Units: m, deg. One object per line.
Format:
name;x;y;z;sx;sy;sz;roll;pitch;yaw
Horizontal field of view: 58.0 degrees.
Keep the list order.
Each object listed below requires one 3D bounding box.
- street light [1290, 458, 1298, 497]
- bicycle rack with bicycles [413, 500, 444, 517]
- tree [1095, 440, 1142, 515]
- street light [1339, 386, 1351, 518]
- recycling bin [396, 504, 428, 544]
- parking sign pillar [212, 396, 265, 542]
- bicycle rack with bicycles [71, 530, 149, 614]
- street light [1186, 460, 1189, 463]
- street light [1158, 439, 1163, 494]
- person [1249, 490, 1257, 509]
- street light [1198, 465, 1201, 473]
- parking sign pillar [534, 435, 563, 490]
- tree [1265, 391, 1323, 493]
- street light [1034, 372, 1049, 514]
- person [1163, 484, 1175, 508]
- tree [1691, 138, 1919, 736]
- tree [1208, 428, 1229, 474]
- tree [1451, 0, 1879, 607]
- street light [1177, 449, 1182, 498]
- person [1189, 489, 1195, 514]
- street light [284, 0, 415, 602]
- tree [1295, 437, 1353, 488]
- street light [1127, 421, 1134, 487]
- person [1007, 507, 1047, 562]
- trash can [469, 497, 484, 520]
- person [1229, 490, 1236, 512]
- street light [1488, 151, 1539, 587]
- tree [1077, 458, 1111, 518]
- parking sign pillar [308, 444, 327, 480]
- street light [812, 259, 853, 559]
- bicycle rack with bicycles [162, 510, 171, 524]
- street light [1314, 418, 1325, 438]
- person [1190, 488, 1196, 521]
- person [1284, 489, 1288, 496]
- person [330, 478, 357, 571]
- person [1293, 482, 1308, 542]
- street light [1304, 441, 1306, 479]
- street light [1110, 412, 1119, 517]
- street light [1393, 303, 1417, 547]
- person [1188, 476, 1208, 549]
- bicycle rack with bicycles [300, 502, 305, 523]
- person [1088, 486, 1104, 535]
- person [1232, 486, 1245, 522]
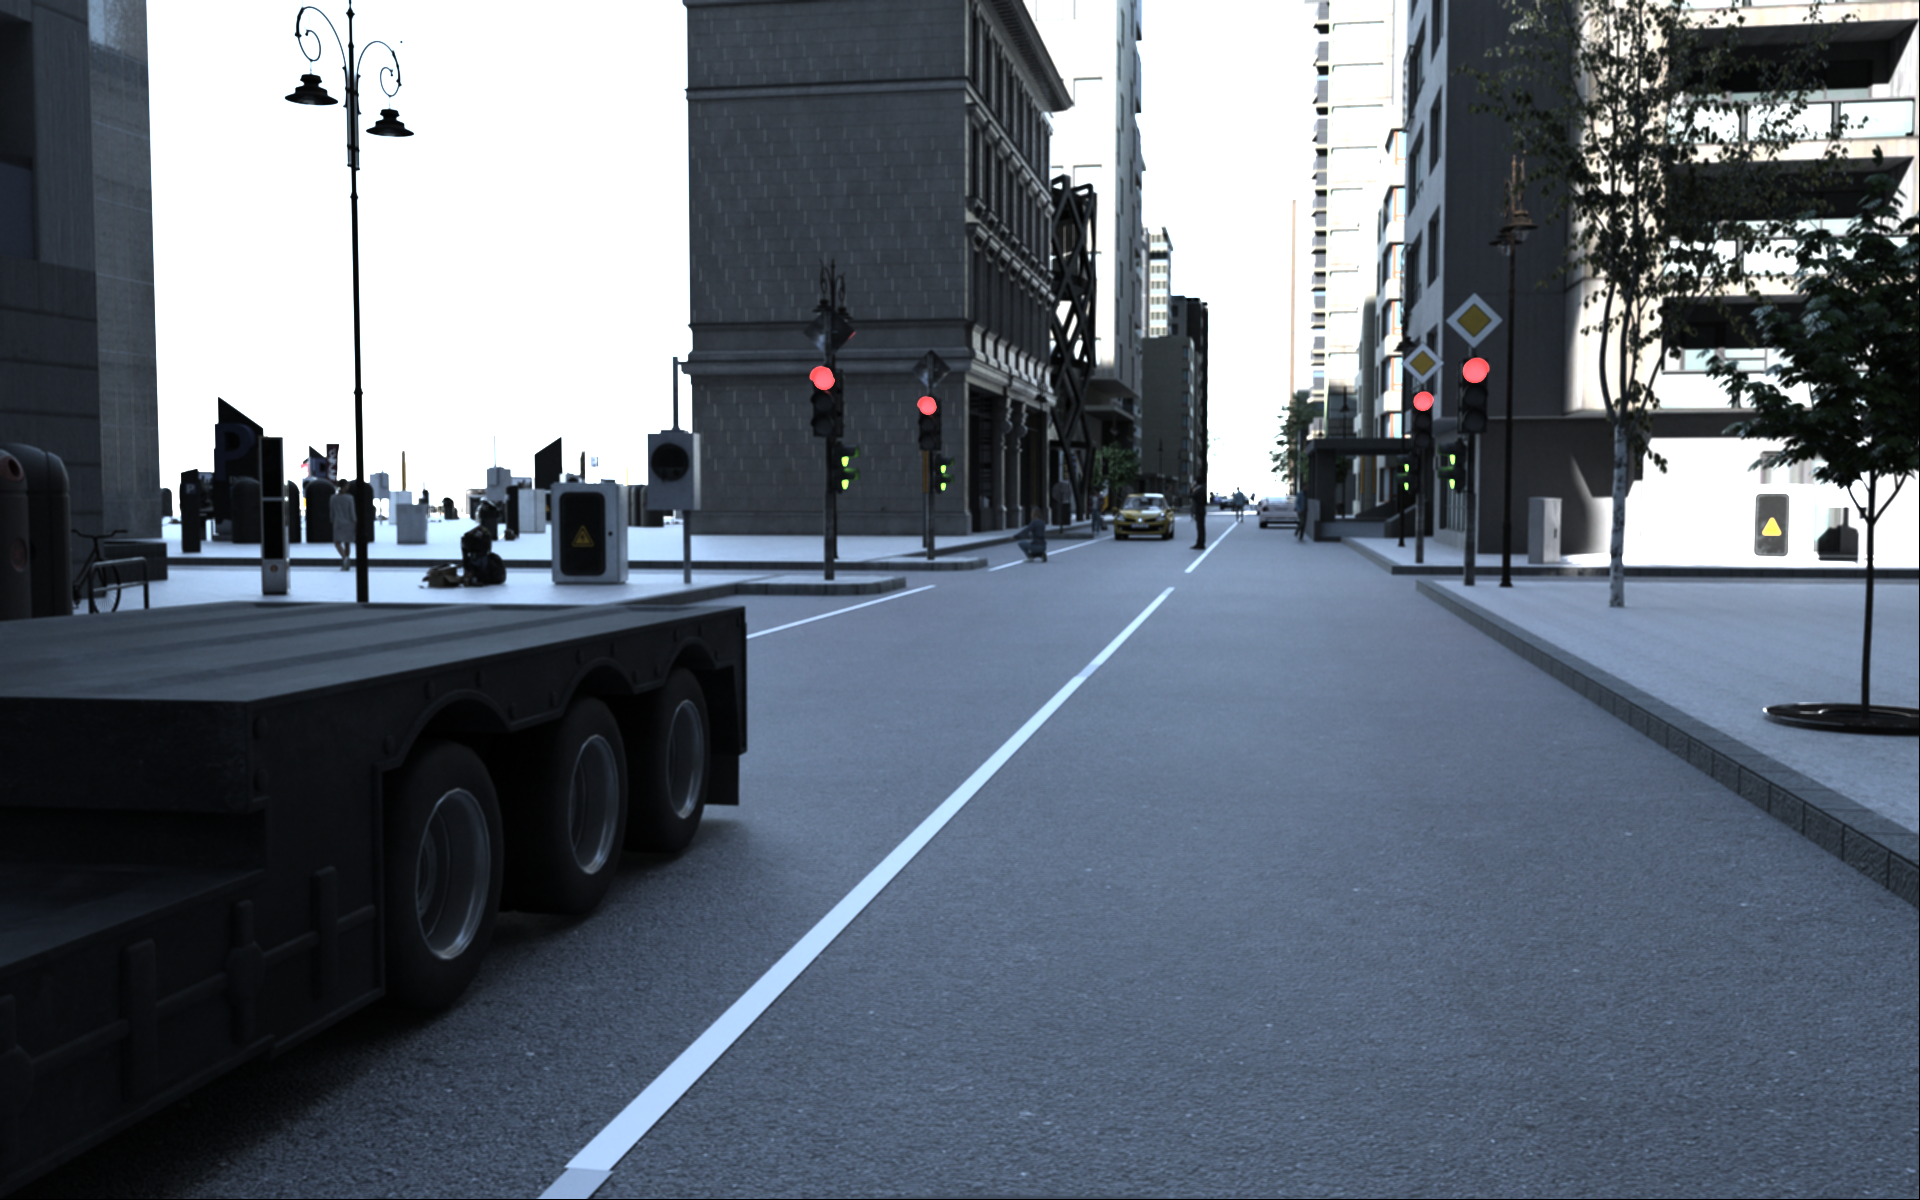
street light;38.485;-13.849;199.210;0.468;5.910;1.993;1;4;10
bicycle rack with bicycles;-30.561;-5.292;99.900;2.852;0.926;2.925;1;4;20
tree;9.421;-7.435;105.276;4.285;4.588;4.351;0;3;0
street light;16.400;-6.185;73.914;0.468;5.910;1.993;1;4;10
recycling bin;-14.195;-1.978;44.899;0.722;1.027;0.722;-1;4;-11
parking sign pillar;-19.709;-3.602;47.366;1.447;3.967;1.447;0;4;8
bicycle rack with bicycles;-9.465;-0.232;17.174;2.852;0.926;2.925;-1;4;-8
street light;25.130;-13.380;191.557;0.468;5.910;1.993;1;4;10
street light;16.439;-10.343;141.896;0.468;5.910;1.993;1;4;10
person;28.522;-9.802;168.629;0.709;1.838;0.599;-1;4;-11
street light;30.929;-15.370;224.094;0.468;5.910;1.993;1;4;10
parking sign pillar;-18.719;-5.527;78.832;1.447;3.967;1.447;-1;4;-9
tree;37.681;-16.697;191.126;7.486;12.596;7.792;0;3;0
street light;3.094;-5.702;66.008;0.468;5.910;1.993;1;4;10
person;6.969;-2.977;57.719;0.362;1.759;0.519;-1;4;-17
tree;4.931;-0.918;9.607;1.663;3.219;1.824;0;3;0
tree;37.015;-20.654;263.447;9.928;11.665;9.643;0;3;0
tree;7.710;-4.224;19.425;4.360;8.622;3.978;0;3;0
street light;22.021;-12.285;173.651;0.468;5.910;1.993;1;4;10
person;16.682;-7.019;123.397;0.705;1.807;1.348;2;4;29
street light;-5.692;-2.664;16.344;0.468;5.910;1.993;1;4;10
tree;20.887;-7.076;99.404;4.285;4.588;4.351;0;3;0
street light;10.820;-8.401;110.147;0.468;5.910;1.993;1;4;10
person;1.452;-1.383;36.610;1.012;1.151;0.738;-3;5;-43
trash can;-23.684;-4.475;84.823;0.748;1.137;0.748;0;3;0
person;21.648;-7.787;136.534;1.217;1.743;0.721;-2;4;-35
street light;7.554;-3.119;23.781;0.468;5.910;1.993;1;4;10
tree;7.260;-5.995;92.613;1.663;3.219;1.824;0;3;0
parking sign pillar;-34.612;-6.446;93.868;1.447;3.967;1.447;2;4;34
street light;-2.502;-3.759;34.255;0.468;5.910;1.993;1;4;10
bicycle rack with bicycles;-33.230;-3.396;68.904;2.925;0.926;2.852;-1;4;-10
street light;21.964;-8.128;105.672;0.468;5.910;1.993;1;4;10
person;12.489;-5.029;91.209;0.782;1.767;0.515;-1;4;-11
person;23.899;-7.216;126.619;0.705;1.807;1.348;1;4;22
person;-11.278;-1.377;31.763;0.466;1.731;0.760;-3;4;-36
person;10.203;-2.625;51.765;0.601;1.785;0.444;-3;5;-39
street light;29.665;-10.790;149.200;0.468;5.910;1.993;1;4;10
street light;8.726;-7.656;97.971;0.468;5.910;1.993;1;4;10
street light;10.793;-4.243;42.163;0.468;5.910;1.993;1;4;10
person;6.177;-2.276;45.070;0.474;1.900;0.648;1;4;17
bicycle rack with bicycles;-29.906;-3.839;76.145;2.852;0.926;2.925;0;4;1
person;4.781;-3.144;60.735;0.563;1.720;0.643;1;4;20
person;14.144;-4.862;87.861;0.638;1.841;0.748;0;4;8
